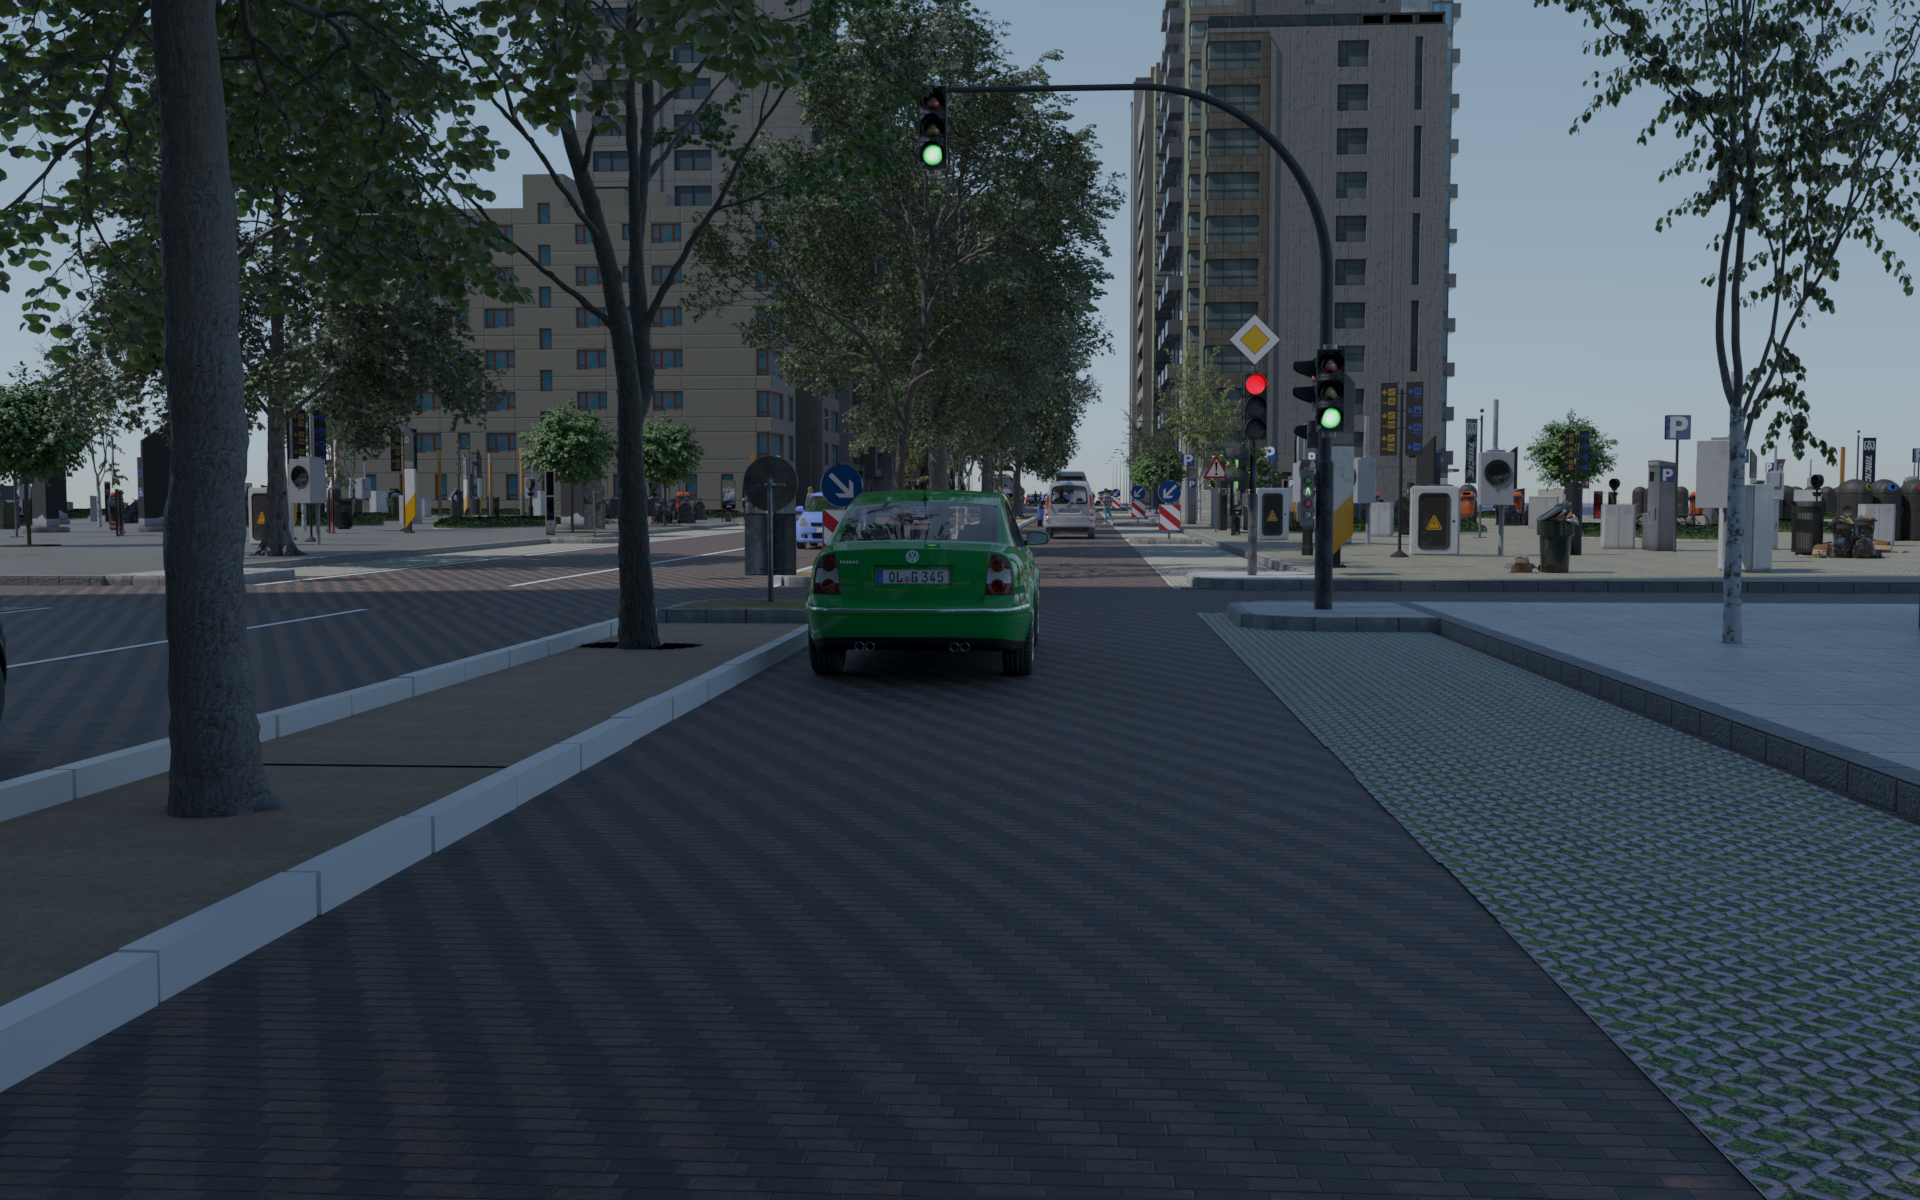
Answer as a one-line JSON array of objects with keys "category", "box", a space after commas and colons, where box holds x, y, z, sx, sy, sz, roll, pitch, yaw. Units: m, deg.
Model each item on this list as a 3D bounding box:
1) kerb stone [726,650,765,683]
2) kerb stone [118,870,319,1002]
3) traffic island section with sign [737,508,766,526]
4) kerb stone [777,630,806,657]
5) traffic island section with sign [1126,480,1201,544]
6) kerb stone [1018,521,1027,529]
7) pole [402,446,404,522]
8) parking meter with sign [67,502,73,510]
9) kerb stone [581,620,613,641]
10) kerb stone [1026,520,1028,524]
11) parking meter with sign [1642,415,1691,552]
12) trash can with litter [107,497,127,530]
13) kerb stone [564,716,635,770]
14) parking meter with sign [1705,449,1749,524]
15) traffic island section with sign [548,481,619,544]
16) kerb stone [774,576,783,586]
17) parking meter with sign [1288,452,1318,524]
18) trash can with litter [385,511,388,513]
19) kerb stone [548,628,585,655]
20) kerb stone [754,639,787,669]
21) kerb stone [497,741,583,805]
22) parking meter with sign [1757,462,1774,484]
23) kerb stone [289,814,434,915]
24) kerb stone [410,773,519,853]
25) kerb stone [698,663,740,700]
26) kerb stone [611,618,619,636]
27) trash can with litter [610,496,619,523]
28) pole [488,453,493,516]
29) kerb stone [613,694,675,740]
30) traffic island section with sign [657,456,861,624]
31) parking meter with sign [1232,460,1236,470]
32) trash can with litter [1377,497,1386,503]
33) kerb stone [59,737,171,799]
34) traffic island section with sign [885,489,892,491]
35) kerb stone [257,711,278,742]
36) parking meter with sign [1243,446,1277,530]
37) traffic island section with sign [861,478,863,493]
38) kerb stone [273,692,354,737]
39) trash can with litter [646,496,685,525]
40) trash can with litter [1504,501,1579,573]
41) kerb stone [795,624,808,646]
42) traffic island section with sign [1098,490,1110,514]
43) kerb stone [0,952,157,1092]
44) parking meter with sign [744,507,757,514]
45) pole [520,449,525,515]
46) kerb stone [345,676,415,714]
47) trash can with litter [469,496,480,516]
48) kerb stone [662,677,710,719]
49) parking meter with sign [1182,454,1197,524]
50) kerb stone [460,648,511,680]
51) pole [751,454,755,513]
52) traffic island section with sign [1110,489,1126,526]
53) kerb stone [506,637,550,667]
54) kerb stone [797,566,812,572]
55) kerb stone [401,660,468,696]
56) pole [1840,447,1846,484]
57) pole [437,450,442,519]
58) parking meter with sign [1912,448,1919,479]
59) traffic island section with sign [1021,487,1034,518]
[{"category": "kerb stone", "box": [-1.700, 0.529, 13.540, 0.120, 0.150, 1.000, 0, 4, 4]}, {"category": "kerb stone", "box": [-2.277, 1.029, 5.378, 0.120, 0.150, 1.000, 0, 4, 4]}, {"category": "traffic island section with sign", "box": [-8.858, -4.229, 77.780, 1.989, 1.847, 2.006, 0, 4, 4]}, {"category": "kerb stone", "box": [-1.552, 0.406, 15.592, 0.120, 0.150, 1.000, 0, 4, 4]}, {"category": "traffic island section with sign", "box": [5.906, -2.530, 49.997, 1.989, 1.847, 2.006, 0, 4, 4]}, {"category": "kerb stone", "box": [2.807, -3.383, 77.506, 0.120, 0.150, 1.000, 0, 4, 4]}, {"category": "pole", "box": [-23.116, -4.793, 72.204, 0.158, 3.312, 0.155, 0, 3, 0]}, {"category": "parking meter with sign", "box": [-50.602, -6.163, 97.031, 1.738, 3.016, 0.543, 0, 4, 6]}, {"category": "kerb stone", "box": [-3.583, 0.334, 16.781, 0.120, 0.150, 1.000, 0, 4, 4]}, {"category": "kerb stone", "box": [2.872, -3.446, 78.530, 0.120, 0.150, 1.000, 0, 4, 4]}, {"category": "parking meter with sign", "box": [15.835, -2.615, 39.013, 0.543, 3.016, 1.738, 0, 4, 3]}, {"category": "trash can with litter", "box": [-30.174, -3.097, 62.023, 0.624, 1.170, 1.055, -2, 4, -26]}, {"category": "kerb stone", "box": [-1.980, 0.785, 9.456, 0.120, 0.150, 1.000, 0, 4, 4]}, {"category": "parking meter with sign", "box": [29.422, -4.298, 66.527, 1.738, 3.016, 0.543, -2, 4, -24]}, {"category": "traffic island section with sign", "box": [-10.773, -2.565, 50.570, 1.989, 1.847, 2.006, 0, 4, 4]}, {"category": "kerb stone", "box": [-2.822, -0.328, 27.559, 0.120, 0.150, 1.000, 0, 4, 4]}, {"category": "parking meter with sign", "box": [13.790, -4.564, 70.890, 1.738, 3.016, 0.543, -2, 4, -31]}, {"category": "trash can with litter", "box": [-31.500, -5.174, 95.986, 1.055, 1.170, 0.624, -3, 5, -39]}, {"category": "kerb stone", "box": [-3.641, 0.394, 15.756, 0.120, 0.150, 1.000, 0, 4, 4]}, {"category": "kerb stone", "box": [-1.623, 0.470, 14.563, 0.120, 0.150, 1.000, 0, 4, 4]}, {"category": "kerb stone", "box": [-2.054, 0.847, 8.437, 0.120, 0.150, 1.000, 0, 4, 4]}, {"category": "parking meter with sign", "box": [43.939, -6.071, 95.518, 1.738, 3.016, 0.543, -1, 4, -17]}, {"category": "kerb stone", "box": [-2.199, 0.966, 6.397, 0.120, 0.150, 1.000, 0, 4, 4]}, {"category": "kerb stone", "box": [-2.121, 0.906, 7.417, 0.120, 0.150, 1.000, 0, 4, 4]}, {"category": "kerb stone", "box": [-1.768, 0.596, 12.519, 0.120, 0.150, 1.000, 0, 4, 4]}, {"category": "kerb stone", "box": [-3.499, 0.269, 17.806, 0.120, 0.150, 1.000, 0, 4, 4]}, {"category": "trash can with litter", "box": [-15.665, -4.014, 76.688, 2.233, 1.210, 1.678, -3, 5, -40]}, {"category": "pole", "box": [-23.433, -5.667, 86.506, 0.158, 3.312, 0.155, 0, 3, 0]}, {"category": "kerb stone", "box": [-1.919, 0.717, 10.477, 0.120, 0.150, 1.000, 0, 4, 4]}, {"category": "traffic island section with sign", "box": [-2.305, -0.727, 20.030, 2.006, 1.907, 1.989, 0, 4, 4]}, {"category": "parking meter with sign", "box": [11.516, -4.359, 67.531, 1.738, 3.016, 0.543, 1, 4, 16]}, {"category": "trash can with litter", "box": [14.874, -2.961, 59.800, 1.055, 1.170, 0.624, 0, 4, 7]}, {"category": "kerb stone", "box": [-4.150, 0.832, 8.585, 0.120, 0.150, 1.000, 0, 4, 4]}, {"category": "traffic island section with sign", "box": [-5.304, -7.312, 128.185, 1.989, 1.847, 2.006, 0, 4, 4]}, {"category": "kerb stone", "box": [-4.088, 0.770, 9.606, 0.120, 0.150, 1.000, 0, 4, 4]}, {"category": "parking meter with sign", "box": [10.684, -4.010, 61.831, 0.543, 3.016, 1.738, 3, 4, 36]}, {"category": "traffic island section with sign", "box": [-1.776, -1.179, 27.419, 2.006, 1.907, 1.989, 0, 4, 4]}, {"category": "kerb stone", "box": [-4.005, 0.713, 10.631, 0.120, 0.150, 1.000, 0, 4, 4]}, {"category": "trash can with litter", "box": [-12.565, -3.743, 72.248, 2.233, 1.210, 1.678, -1, 4, -16]}, {"category": "trash can with litter", "box": [9.462, -1.028, 28.196, 1.055, 1.170, 0.624, 0, 4, 2]}, {"category": "kerb stone", "box": [-1.485, 0.340, 16.628, 0.120, 0.150, 1.000, 0, 4, 4]}, {"category": "traffic island section with sign", "box": [11.285, -7.207, 126.461, 1.989, 1.847, 2.006, 0, 4, 4]}, {"category": "kerb stone", "box": [-2.343, 1.094, 4.358, 0.120, 0.150, 1.000, 0, 4, 4]}, {"category": "parking meter with sign", "box": [-11.642, -6.335, 99.839, 1.738, 3.016, 0.543, 1, 4, 18]}, {"category": "pole", "box": [-19.871, -5.186, 78.633, 0.158, 3.312, 0.155, 0, 3, 0]}, {"category": "kerb stone", "box": [-3.938, 0.654, 11.652, 0.120, 0.150, 1.000, 0, 4, 4]}, {"category": "trash can with litter", "box": [-23.092, -4.299, 81.344, 2.233, 1.210, 1.678, 1, 4, 14]}, {"category": "kerb stone", "box": [-1.841, 0.658, 11.499, 0.120, 0.150, 1.000, 0, 4, 4]}, {"category": "parking meter with sign", "box": [9.820, -4.747, 73.871, 0.543, 3.016, 1.738, 0, 4, 0]}, {"category": "kerb stone", "box": [-3.794, 0.519, 13.705, 0.120, 0.150, 1.000, 0, 4, 4]}, {"category": "pole", "box": [-10.470, -5.736, 87.621, 0.158, 3.312, 0.155, 0, 3, 0]}, {"category": "traffic island section with sign", "box": [7.783, -4.175, 76.887, 1.989, 1.847, 2.006, 0, 4, 4]}, {"category": "kerb stone", "box": [-3.718, 0.457, 14.725, 0.120, 0.150, 1.000, 0, 4, 4]}, {"category": "kerb stone", "box": [-2.671, -0.453, 29.603, 0.120, 0.150, 1.000, 0, 4, 4]}, {"category": "kerb stone", "box": [-3.863, 0.582, 12.685, 0.120, 0.150, 1.000, 0, 4, 4]}, {"category": "pole", "box": [37.993, -4.940, 74.609, 0.158, 3.312, 0.155, 0, 3, 0]}, {"category": "pole", "box": [-24.090, -5.280, 80.164, 0.158, 3.312, 0.155, 0, 3, 0]}, {"category": "parking meter with sign", "box": [36.597, -4.203, 64.986, 0.543, 3.016, 1.738, -1, 4, -15]}, {"category": "traffic island section with sign", "box": [3.490, -5.764, 102.373, 2.006, 1.907, 1.989, 0, 4, 4]}]
